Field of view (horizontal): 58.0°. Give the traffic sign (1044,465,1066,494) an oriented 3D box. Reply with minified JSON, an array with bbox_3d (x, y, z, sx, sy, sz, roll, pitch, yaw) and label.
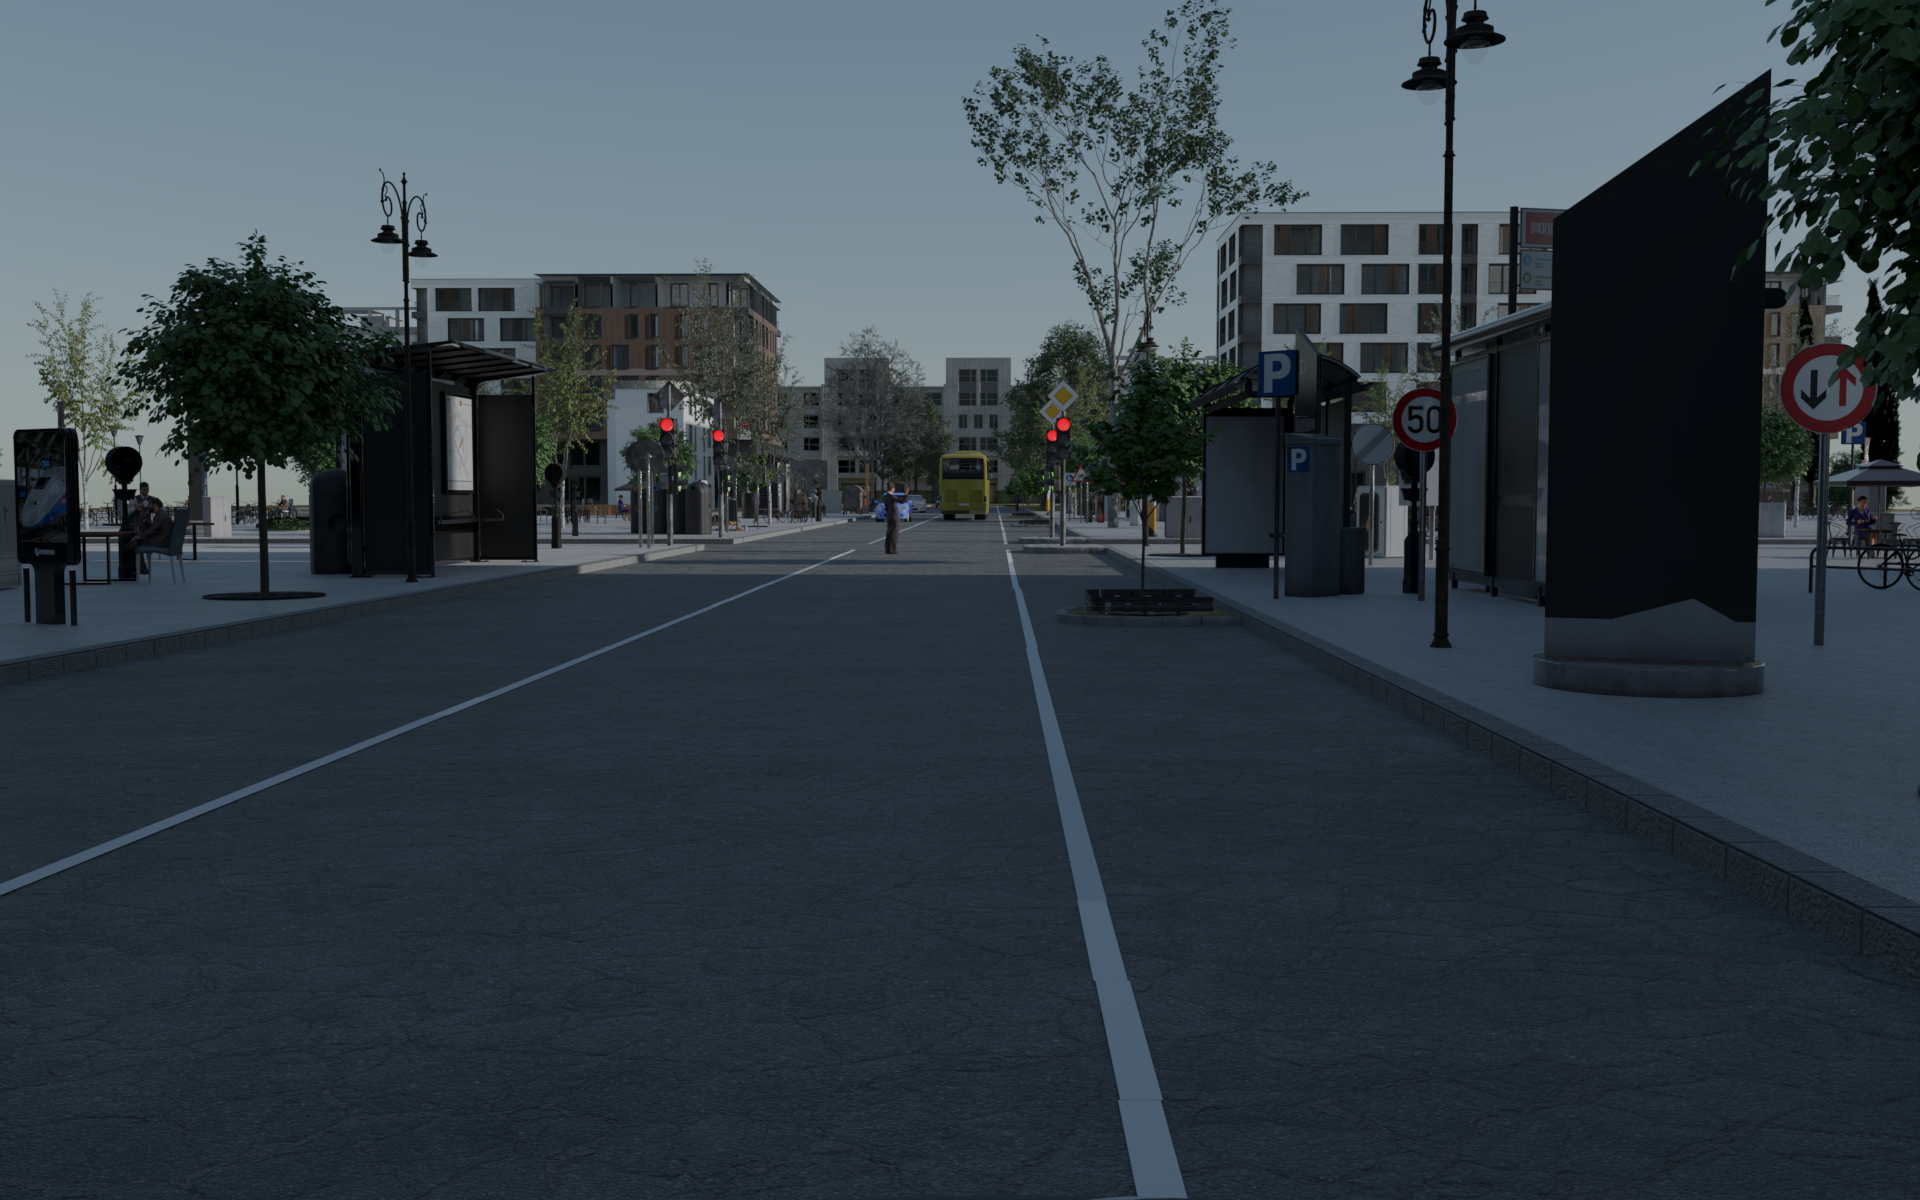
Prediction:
[{"bbox_3d":[7.034,-7.881,122.720,2.265,3.308,0.079,1,4,9],"label":"traffic sign"}]

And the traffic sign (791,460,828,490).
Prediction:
[{"bbox_3d":[-9.081,-6.743,104.122,2.265,3.308,0.079,1,4,9],"label":"traffic sign"}]

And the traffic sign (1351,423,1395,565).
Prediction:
[{"bbox_3d":[7.392,-1.895,31.091,0.768,2.556,0.104,1,4,11],"label":"traffic sign"}]

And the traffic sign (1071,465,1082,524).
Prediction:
[{"bbox_3d":[5.274,-4.610,75.383,0.884,2.594,0.081,0,4,6],"label":"traffic sign"}]

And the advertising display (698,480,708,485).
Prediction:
[{"bbox_3d":[-11.443,-4.403,77.210,0.123,1.923,0.974,1,4,11],"label":"advertising display"}]

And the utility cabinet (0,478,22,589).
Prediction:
[{"bbox_3d":[-12.893,-0.881,23.087,0.318,1.500,1.173,-1,4,-9],"label":"utility cabinet"}]

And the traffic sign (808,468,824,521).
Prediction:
[{"bbox_3d":[-6.921,-5.075,83.085,0.768,2.556,0.104,0,4,2],"label":"traffic sign"}]

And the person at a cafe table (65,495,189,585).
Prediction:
[{"bbox_3d":[-12.097,-0.865,25.006,1.726,1.238,1.698,0,4,-6],"label":"person at a cafe table"}]

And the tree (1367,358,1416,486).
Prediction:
[{"bbox_3d":[23.656,-8.834,94.796,4.737,8.622,4.395,0,3,0],"label":"tree"}]

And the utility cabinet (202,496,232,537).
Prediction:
[{"bbox_3d":[-22.319,-2.501,52.051,0.306,1.237,1.020,1,4,10],"label":"utility cabinet"}]

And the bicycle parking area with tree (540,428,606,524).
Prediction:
[{"bbox_3d":[-19.433,-5.379,74.941,8.231,4.147,9.016,-1,4,-9],"label":"bicycle parking area with tree"}]

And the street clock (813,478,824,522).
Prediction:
[{"bbox_3d":[-6.547,-4.631,80.291,0.471,2.002,0.358,3,4,38],"label":"street clock"}]

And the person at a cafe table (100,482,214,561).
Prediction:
[{"bbox_3d":[-15.612,-1.525,33.456,1.622,1.524,1.698,3,5,42],"label":"person at a cafe table"}]

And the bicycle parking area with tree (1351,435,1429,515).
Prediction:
[{"bbox_3d":[19.374,-6.108,86.876,9.016,4.147,8.231,1,4,20],"label":"bicycle parking area with tree"}]

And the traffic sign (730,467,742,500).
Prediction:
[{"bbox_3d":[-10.336,-4.877,79.850,0.768,2.556,0.104,1,4,8],"label":"traffic sign"}]

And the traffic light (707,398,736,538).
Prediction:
[{"bbox_3d":[-7.019,-3.789,50.869,0.839,4.253,0.868,0,4,1],"label":"traffic light"}]

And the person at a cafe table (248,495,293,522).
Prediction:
[{"bbox_3d":[-31.288,-4.164,78.935,1.698,1.238,1.726,3,5,43],"label":"person at a cafe table"}]

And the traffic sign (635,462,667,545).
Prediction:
[{"bbox_3d":[-7.797,-2.681,43.845,0.884,2.594,0.081,0,4,5],"label":"traffic sign"}]

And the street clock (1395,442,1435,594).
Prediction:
[{"bbox_3d":[5.846,-1.085,22.305,0.471,2.002,0.358,-1,4,-22],"label":"street clock"}]

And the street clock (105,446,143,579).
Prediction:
[{"bbox_3d":[-12.683,-1.330,26.314,0.358,2.002,0.471,3,5,39],"label":"street clock"}]

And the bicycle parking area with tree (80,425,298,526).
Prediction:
[{"bbox_3d":[-32.686,-5.194,71.928,8.231,4.147,9.016,1,4,17],"label":"bicycle parking area with tree"}]

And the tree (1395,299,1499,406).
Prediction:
[{"bbox_3d":[18.609,-6.992,64.677,4.360,8.622,3.978,0,3,0],"label":"tree"}]

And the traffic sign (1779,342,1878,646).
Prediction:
[{"bbox_3d":[7.285,-0.887,14.616,0.768,2.556,0.104,1,4,11],"label":"traffic sign"}]

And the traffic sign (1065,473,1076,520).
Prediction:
[{"bbox_3d":[5.313,-5.004,83.946,0.606,2.300,0.079,0,4,6],"label":"traffic sign"}]

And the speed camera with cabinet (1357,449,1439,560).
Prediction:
[{"bbox_3d":[8.709,-2.450,34.400,0.660,3.252,2.038,-1,4,-23],"label":"speed camera with cabinet"}]

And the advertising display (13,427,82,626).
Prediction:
[{"bbox_3d":[-8.990,-0.725,17.069,0.974,1.923,0.123,2,4,34],"label":"advertising display"}]

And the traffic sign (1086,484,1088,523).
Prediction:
[{"bbox_3d":[5.574,-4.636,75.905,0.768,2.556,0.104,0,4,7],"label":"traffic sign"}]

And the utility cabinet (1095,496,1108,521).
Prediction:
[{"bbox_3d":[6.865,-4.375,82.699,0.306,1.237,1.020,-2,4,-31],"label":"utility cabinet"}]

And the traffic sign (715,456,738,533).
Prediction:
[{"bbox_3d":[-7.711,-3.498,57.298,0.768,2.556,0.104,0,4,2],"label":"traffic sign"}]

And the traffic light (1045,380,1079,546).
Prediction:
[{"bbox_3d":[2.522,-3.290,42.710,0.839,4.253,0.868,0,4,1],"label":"traffic light"}]

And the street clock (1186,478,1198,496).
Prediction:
[{"bbox_3d":[7.517,-3.171,56.412,0.471,2.002,0.358,-3,5,-40],"label":"street clock"}]

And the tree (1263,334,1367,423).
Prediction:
[{"bbox_3d":[15.944,-7.924,79.914,4.737,8.622,4.395,0,3,0],"label":"tree"}]

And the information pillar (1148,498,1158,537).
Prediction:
[{"bbox_3d":[5.687,-3.708,51.977,0.504,3.616,0.183,3,5,41],"label":"information pillar"}]

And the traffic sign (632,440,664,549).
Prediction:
[{"bbox_3d":[-7.328,-2.484,40.716,0.768,2.556,0.104,0,4,5],"label":"traffic sign"}]

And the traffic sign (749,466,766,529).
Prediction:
[{"bbox_3d":[-7.363,-3.723,63.004,0.606,2.300,0.079,1,4,10],"label":"traffic sign"}]

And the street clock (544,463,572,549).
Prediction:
[{"bbox_3d":[-9.495,-2.210,40.703,0.471,2.002,0.358,1,4,13],"label":"street clock"}]

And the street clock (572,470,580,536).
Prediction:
[{"bbox_3d":[-11.700,-2.939,52.619,0.358,2.002,0.471,0,4,-8],"label":"street clock"}]

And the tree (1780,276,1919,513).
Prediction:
[{"bbox_3d":[59.528,-12.822,111.461,13.155,14.587,18.604,-1,4,-19],"label":"tree"}]

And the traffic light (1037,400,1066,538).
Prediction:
[{"bbox_3d":[2.680,-3.778,50.693,0.839,4.253,0.868,0,4,1],"label":"traffic light"}]

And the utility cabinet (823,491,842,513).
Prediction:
[{"bbox_3d":[-8.442,-6.486,114.724,1.173,1.500,0.318,0,4,3],"label":"utility cabinet"}]

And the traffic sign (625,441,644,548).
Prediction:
[{"bbox_3d":[-7.663,-2.531,41.487,0.768,2.556,0.104,1,4,11],"label":"traffic sign"}]

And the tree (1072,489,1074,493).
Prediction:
[{"bbox_3d":[8.009,-7.749,121.290,1.663,3.219,1.824,0,3,0],"label":"tree"}]

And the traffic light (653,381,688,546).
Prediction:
[{"bbox_3d":[-7.177,-3.301,42.885,0.839,4.253,0.868,0,4,1],"label":"traffic light"}]

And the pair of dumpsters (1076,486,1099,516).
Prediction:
[{"bbox_3d":[7.654,-6.113,102.435,1.574,2.255,4.437,0,4,1],"label":"pair of dumpsters"}]

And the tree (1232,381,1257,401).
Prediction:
[{"bbox_3d":[17.408,-9.835,111.169,4.360,8.622,3.978,0,3,0],"label":"tree"}]

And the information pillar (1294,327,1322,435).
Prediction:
[{"bbox_3d":[4.846,-2.010,24.217,0.183,3.616,0.504,-2,4,-28],"label":"information pillar"}]

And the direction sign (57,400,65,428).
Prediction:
[{"bbox_3d":[-21.865,-3.071,42.200,0.379,3.537,0.876,-2,4,-35],"label":"direction sign"}]

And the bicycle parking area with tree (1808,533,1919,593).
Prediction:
[{"bbox_3d":[15.681,-2.115,21.584,8.231,4.147,9.016,-1,4,-20],"label":"bicycle parking area with tree"}]

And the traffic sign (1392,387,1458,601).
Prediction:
[{"bbox_3d":[5.549,-1.263,20.750,0.768,2.556,0.104,0,4,6],"label":"traffic sign"}]

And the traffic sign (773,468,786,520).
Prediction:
[{"bbox_3d":[-8.976,-5.235,85.694,0.768,2.556,0.104,0,4,7],"label":"traffic sign"}]

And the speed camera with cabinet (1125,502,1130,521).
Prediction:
[{"bbox_3d":[8.643,-5.426,83.053,0.660,3.252,2.038,-1,4,-22],"label":"speed camera with cabinet"}]

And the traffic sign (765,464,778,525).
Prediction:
[{"bbox_3d":[-7.965,-4.410,72.207,0.768,2.556,0.104,1,4,10],"label":"traffic sign"}]

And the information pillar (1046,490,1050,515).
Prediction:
[{"bbox_3d":[5.422,-6.993,105.685,0.183,3.616,0.504,2,4,30],"label":"information pillar"}]

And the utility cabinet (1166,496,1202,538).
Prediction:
[{"bbox_3d":[6.493,-2.391,50.259,1.020,1.237,0.306,1,4,9],"label":"utility cabinet"}]
